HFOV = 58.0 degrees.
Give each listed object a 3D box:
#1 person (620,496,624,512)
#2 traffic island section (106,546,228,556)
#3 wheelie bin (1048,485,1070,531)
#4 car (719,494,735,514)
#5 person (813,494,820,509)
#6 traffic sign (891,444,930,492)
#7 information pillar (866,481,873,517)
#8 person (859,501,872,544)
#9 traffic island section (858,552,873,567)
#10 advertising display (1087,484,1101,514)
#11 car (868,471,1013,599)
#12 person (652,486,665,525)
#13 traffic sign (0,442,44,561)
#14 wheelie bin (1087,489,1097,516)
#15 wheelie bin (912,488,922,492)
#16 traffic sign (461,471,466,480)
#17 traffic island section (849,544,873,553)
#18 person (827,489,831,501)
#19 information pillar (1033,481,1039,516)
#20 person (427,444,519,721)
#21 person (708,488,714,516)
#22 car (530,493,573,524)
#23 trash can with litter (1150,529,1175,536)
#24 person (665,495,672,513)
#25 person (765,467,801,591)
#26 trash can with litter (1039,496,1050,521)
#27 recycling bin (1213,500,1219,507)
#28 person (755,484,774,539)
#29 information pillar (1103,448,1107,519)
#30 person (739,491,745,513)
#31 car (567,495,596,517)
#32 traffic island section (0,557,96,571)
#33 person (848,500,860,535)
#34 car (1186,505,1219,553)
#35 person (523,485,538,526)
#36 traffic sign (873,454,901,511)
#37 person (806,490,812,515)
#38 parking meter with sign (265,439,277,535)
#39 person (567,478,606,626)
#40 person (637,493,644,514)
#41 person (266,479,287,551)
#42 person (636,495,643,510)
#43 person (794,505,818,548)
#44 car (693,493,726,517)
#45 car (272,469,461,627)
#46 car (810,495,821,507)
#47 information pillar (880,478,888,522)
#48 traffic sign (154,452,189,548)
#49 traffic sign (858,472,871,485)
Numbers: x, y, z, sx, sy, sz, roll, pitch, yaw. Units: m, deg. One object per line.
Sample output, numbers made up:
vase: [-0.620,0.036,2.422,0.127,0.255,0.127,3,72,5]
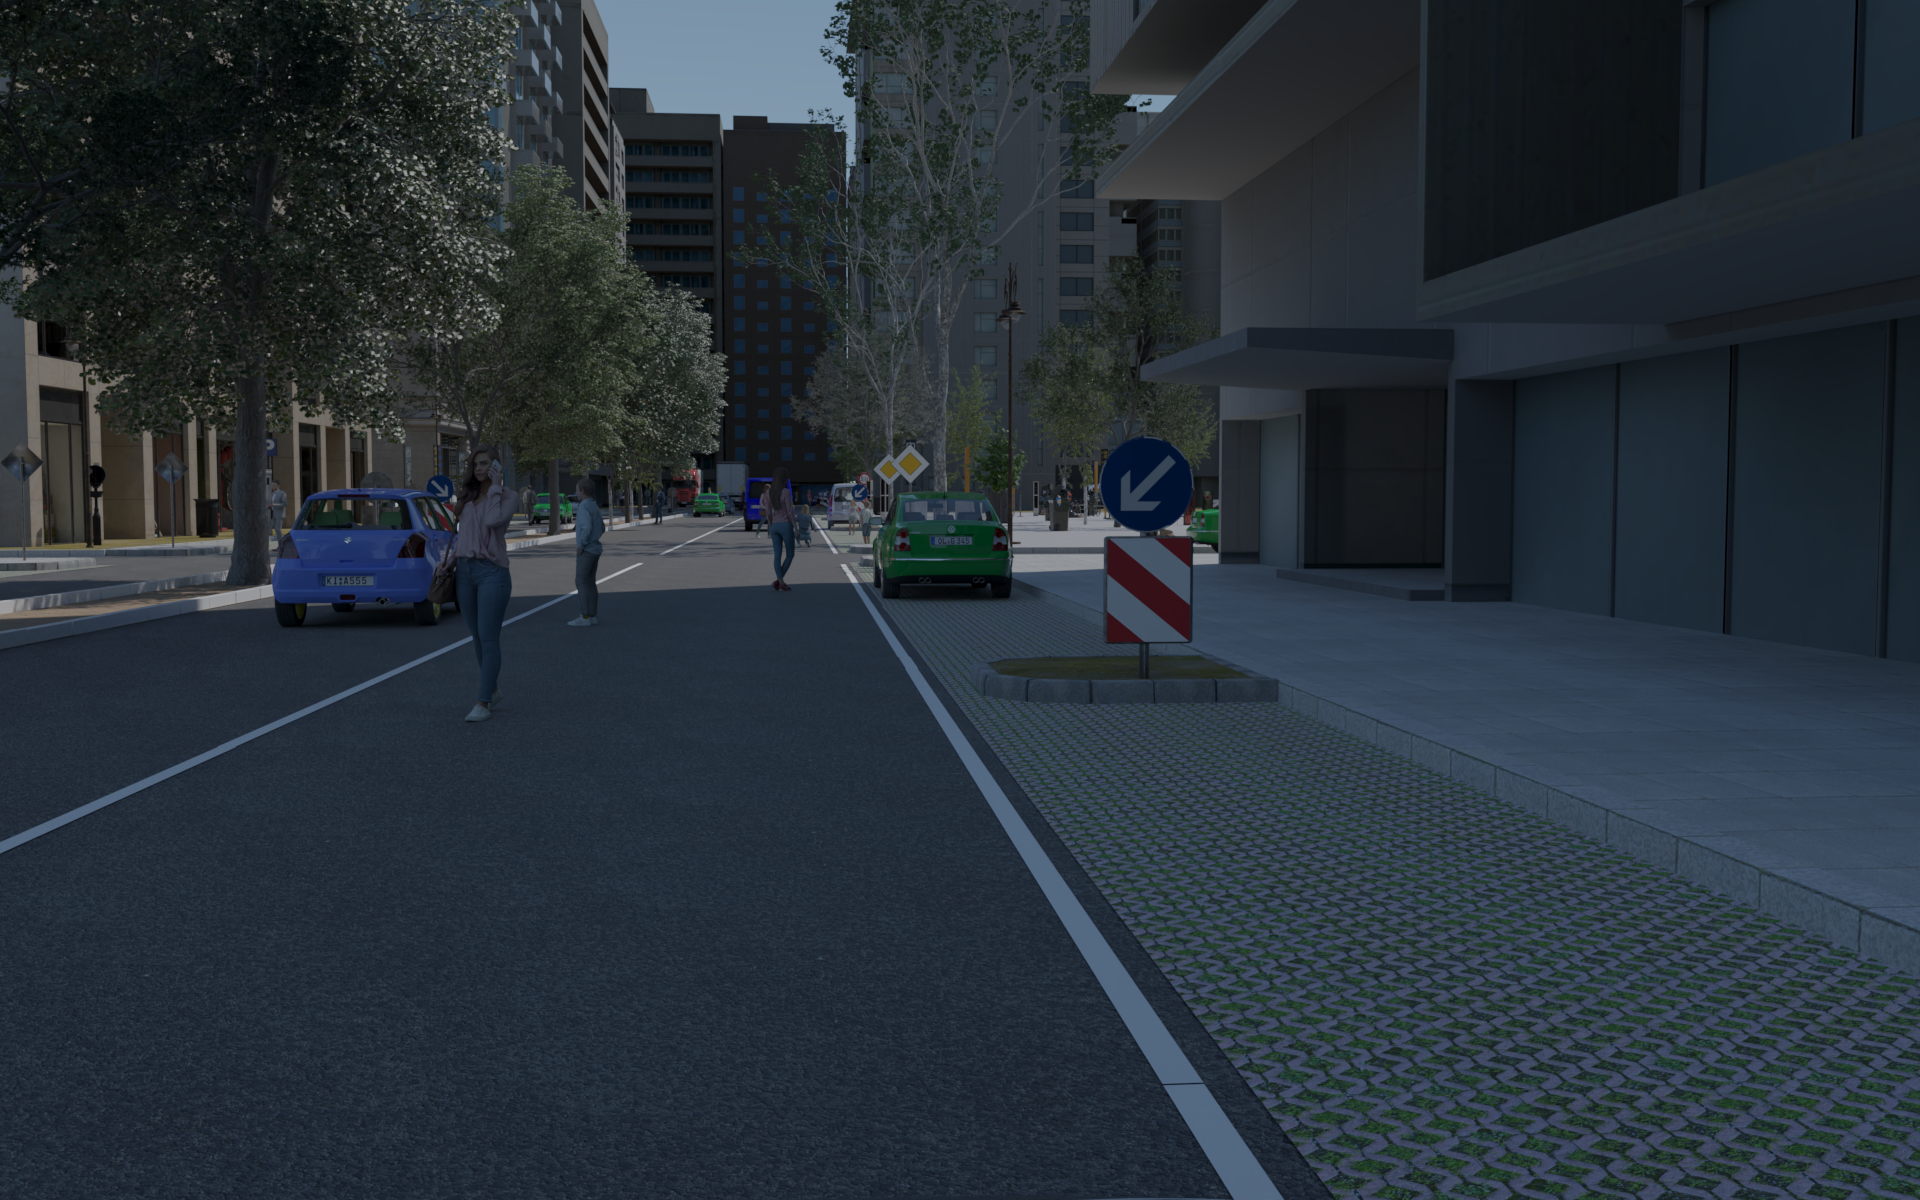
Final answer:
person: [-26.362,-7.596,135.887,0.628,1.438,0.799,0,4,1]
traffic island section: [-18.796,-1.165,41.323,2.009,0.180,2.903,0,4,-5]
wheelie bin: [3.451,-3.194,60.125,0.693,1.594,0.980,-1,4,-14]
car: [-16.968,-6.779,122.831,2.014,1.417,4.499,0,4,-4]
person: [-12.463,-8.496,150.640,0.697,1.427,0.421,2,4,35]
traffic sign: [-1.003,-1.911,34.890,0.795,2.450,0.064,0,4,-5]
information pillar: [-4.928,-5.487,94.206,0.304,2.012,0.304,1,4,17]
person: [-2.499,-1.993,45.776,0.332,1.250,0.352,1,4,14]
traffic island section: [-0.980,-0.776,34.969,2.009,0.180,2.903,0,4,-5]
advertising display: [8.548,-6.444,110.574,0.974,1.923,0.123,-2,4,-32]
car: [-0.320,-0.994,25.044,1.959,1.807,4.718,0,4,-5]
person: [-14.103,-4.434,81.174,0.721,1.800,0.419,3,5,43]
traffic sign: [-18.024,-1.815,33.314,0.795,2.450,0.064,0,4,-5]
wheelie bin: [7.724,-5.770,102.254,0.693,1.594,0.980,0,4,8]
wheelie bin: [-2.282,-5.043,90.359,0.693,1.594,0.980,-3,5,-42]
traffic sign: [-24.870,-5.357,87.699,0.768,2.556,0.104,0,4,-5]
traffic island section: [-1.729,-1.262,42.919,2.009,0.180,2.903,0,4,-5]
person: [-10.556,-8.044,140.028,0.705,1.823,1.348,-1,4,-21]
information pillar: [4.425,-5.894,100.860,0.304,2.012,0.304,0,4,2]
person: [-3.058,-0.125,11.138,0.593,1.750,0.643,1,4,22]
person: [-16.082,-6.317,111.556,0.659,1.850,0.755,1,4,10]
car: [-19.823,-4.591,83.864,1.959,1.807,4.718,0,4,-7]
trash can with litter: [5.647,-2.317,49.264,1.055,1.170,0.624,3,5,39]
person: [-22.179,-7.502,131.873,0.721,1.735,1.217,2,4,26]
person: [-2.610,-1.046,25.610,0.555,1.821,0.388,1,4,21]
trash can with litter: [4.446,-4.315,81.932,0.624,1.170,1.055,-3,5,-41]
recycling bin: [11.445,-4.018,78.242,0.722,1.027,0.722,-1,4,-11]
person: [-6.289,-2.861,55.861,0.643,1.750,0.593,3,5,40]
information pillar: [7.460,-5.971,88.985,0.183,3.616,0.504,0,4,-2]
person: [-16.706,-7.533,133.135,0.593,1.643,0.415,-1,4,-13]
car: [-21.224,-5.164,96.428,2.014,1.417,4.499,0,4,-6]
traffic island section: [-18.047,-0.678,33.373,2.009,0.180,2.903,0,4,-5]
person: [-3.642,-2.837,59.906,0.505,1.210,0.382,1,4,17]
car: [7.714,-1.951,40.700,4.718,1.807,1.959,0,4,-4]
person: [-19.351,-4.248,78.056,0.679,1.850,0.850,0,4,-3]
traffic sign: [-1.752,-2.397,42.840,0.795,2.450,0.064,0,4,-5]
person: [-10.472,-6.842,121.083,0.721,1.743,1.217,0,4,2]
parking meter with sign: [-21.637,-3.508,53.610,0.543,3.016,1.738,0,4,-6]
person: [-4.094,-0.533,19.023,0.330,1.601,0.589,1,4,16]
person: [-23.418,-7.257,126.776,0.705,1.869,1.348,-2,4,-24]
person: [-17.198,-2.126,43.454,0.606,1.804,0.583,2,4,24]
person: [-28.613,-8.924,154.280,0.709,1.838,0.599,1,4,16]
person: [-4.298,-1.989,46.511,1.012,1.151,0.738,-1,4,-10]
car: [-15.621,-6.063,107.920,1.959,1.807,4.718,0,4,-4]
car: [-6.675,-0.641,20.074,1.945,1.707,3.694,0,4,-7]
car: [-14.573,-10.031,176.582,1.945,1.354,3.894,0,4,-4]
information pillar: [-3.459,-4.598,79.676,0.304,2.012,0.304,2,4,34]
traffic sign: [-18.773,-2.301,41.264,0.795,2.450,0.064,0,4,-5]
traffic sign: [-5.631,-6.243,102.182,0.768,2.556,0.104,0,4,-1]
